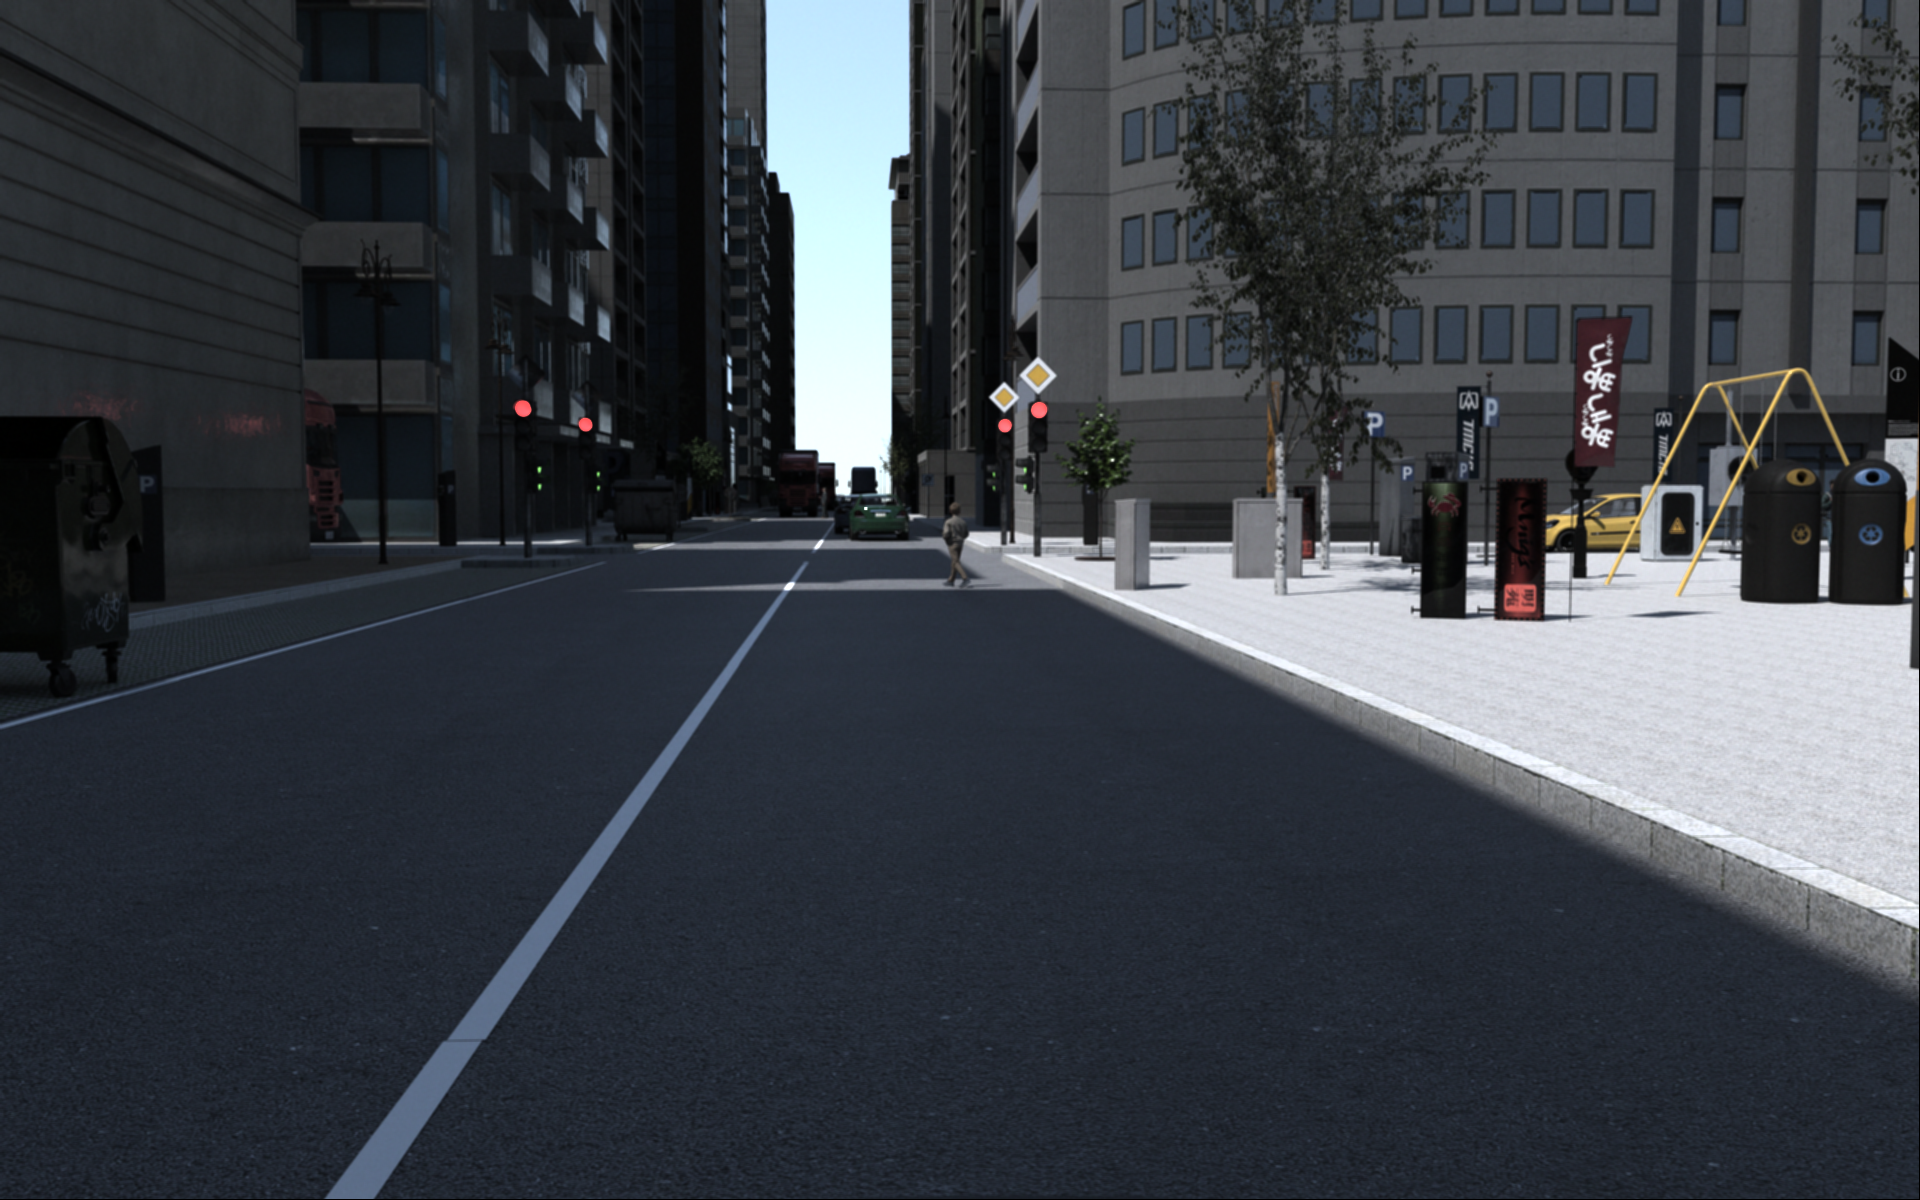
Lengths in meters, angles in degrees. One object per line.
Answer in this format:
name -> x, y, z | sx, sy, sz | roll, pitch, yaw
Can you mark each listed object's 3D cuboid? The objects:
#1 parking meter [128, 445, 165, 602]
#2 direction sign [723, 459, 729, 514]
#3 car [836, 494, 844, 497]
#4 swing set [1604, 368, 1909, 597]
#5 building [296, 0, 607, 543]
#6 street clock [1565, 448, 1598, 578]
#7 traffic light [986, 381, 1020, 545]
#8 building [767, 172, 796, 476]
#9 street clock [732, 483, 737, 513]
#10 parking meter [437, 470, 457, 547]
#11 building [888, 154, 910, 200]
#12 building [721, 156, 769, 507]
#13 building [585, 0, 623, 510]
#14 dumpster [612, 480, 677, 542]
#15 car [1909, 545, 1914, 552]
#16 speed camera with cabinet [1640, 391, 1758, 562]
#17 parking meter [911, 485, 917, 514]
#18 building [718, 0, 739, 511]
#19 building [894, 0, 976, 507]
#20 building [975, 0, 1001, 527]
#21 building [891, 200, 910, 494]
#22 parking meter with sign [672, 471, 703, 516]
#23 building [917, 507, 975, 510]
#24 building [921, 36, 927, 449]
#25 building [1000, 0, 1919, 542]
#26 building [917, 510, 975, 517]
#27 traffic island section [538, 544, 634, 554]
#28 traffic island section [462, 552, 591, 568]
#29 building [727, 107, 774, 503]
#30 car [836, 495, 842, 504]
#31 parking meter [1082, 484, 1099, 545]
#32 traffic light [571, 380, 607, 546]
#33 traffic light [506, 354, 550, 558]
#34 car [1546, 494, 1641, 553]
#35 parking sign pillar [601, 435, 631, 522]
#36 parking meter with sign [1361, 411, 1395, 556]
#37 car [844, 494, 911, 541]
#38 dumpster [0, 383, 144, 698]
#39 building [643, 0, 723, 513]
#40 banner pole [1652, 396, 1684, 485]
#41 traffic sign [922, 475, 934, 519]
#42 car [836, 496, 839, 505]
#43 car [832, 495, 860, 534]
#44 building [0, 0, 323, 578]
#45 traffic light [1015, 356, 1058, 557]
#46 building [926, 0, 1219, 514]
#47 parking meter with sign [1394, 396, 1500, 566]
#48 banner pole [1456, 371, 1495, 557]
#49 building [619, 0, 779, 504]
parking meter -> -9.717, -0.911, 20.612 | 0.399, 1.863, 0.255 | -3, 5, -40
direction sign -> -15.124, -7.330, 111.845 | 0.379, 3.537, 0.876 | -1, 4, -15
car -> -16.735, -13.998, 240.866 | 2.014, 1.417, 4.499 | 0, 4, -4
swing set -> 10.491, -1.559, 23.111 | 2.862, 2.851, 3.119 | 0, 4, 3
building -> -23.957, -26.714, 56.377 | 23.786, 49.044, 30.456 | 0, 4, -3
street clock -> 9.458, -1.334, 26.381 | 0.471, 2.002, 0.358 | 1, 4, 14
traffic light -> 1.084, -3.329, 43.345 | 0.839, 4.253, 0.868 | 0, 4, -3
building -> -36.080, -39.079, 262.645 | 21.300, 48.544, 21.600 | 0, 4, -3
street clock -> -15.278, -6.909, 117.527 | 0.358, 2.002, 0.471 | -1, 4, -20
parking meter -> -12.548, -2.242, 42.360 | 0.255, 1.863, 0.399 | 2, 4, 30
building -> 3.744, -41.285, 264.251 | 28.713, 52.752, 27.495 | 0, 4, -3
building -> -35.796, -29.446, 173.325 | 32.217, 40.220, 23.993 | 0, 4, -3
building -> -27.341, -40.592, 101.932 | 20.563, 71.187, 20.611 | 0, 4, -3
dumpster -> -9.458, -2.683, 52.084 | 1.865, 1.857, 1.264 | 0, 4, -3
car -> 24.476, -1.922, 40.106 | 5.304, 1.827, 2.281 | 0, 4, -4
speed camera with cabinet -> 14.141, -2.373, 33.133 | 2.038, 3.252, 0.660 | 0, 4, -6
parking meter -> -2.933, -6.500, 111.990 | 0.399, 1.863, 0.255 | 0, 4, 7
building -> -29.683, -50.894, 144.785 | 22.319, 86.520, 31.000 | 0, 4, -3
building -> 1.761, -48.130, 225.173 | 20.563, 71.187, 20.611 | 0, 4, -3
building -> 7.530, -18.538, 74.799 | 14.160, 30.474, 14.107 | 0, 4, -3
building -> -2.653, -34.225, 243.168 | 14.154, 41.232, 14.086 | 0, 4, -3
parking meter with sign -> -15.716, -6.333, 99.799 | 1.738, 3.016, 0.543 | 0, 4, -8
building -> 4.616, -45.519, 182.487 | 20.563, 71.187, 20.611 | 0, 4, -3
building -> 3.460, -31.491, 164.988 | 14.600, 45.320, 14.200 | 0, 4, -3
building -> 16.062, -31.345, 54.487 | 28.212, 58.520, 21.231 | 0, 4, -3
building -> 8.064, -40.409, 98.947 | 20.563, 71.187, 20.611 | 0, 4, -3
traffic island section -> -9.198, -1.258, 42.844 | 2.009, 0.180, 2.903 | 0, 4, -3
traffic island section -> -8.716, -0.770, 34.873 | 2.009, 0.180, 2.903 | 0, 4, -3
building -> -35.365, -36.478, 216.025 | 23.786, 49.044, 30.456 | 0, 4, -3
car -> -14.691, -11.708, 203.779 | 2.083, 1.381, 4.827 | 0, 4, -3
parking meter -> 3.265, -2.305, 43.394 | 0.399, 1.863, 0.255 | 1, 4, 11
traffic light -> -9.158, -3.290, 42.711 | 0.839, 4.253, 0.868 | 0, 4, -3
traffic light -> -8.675, -2.802, 34.741 | 0.839, 4.253, 0.868 | 0, 4, -3
car -> 15.512, -1.919, 41.604 | 3.980, 1.641, 2.015 | 0, 4, -2
parking sign pillar -> -15.607, -5.523, 78.778 | 1.447, 3.967, 1.447 | 2, 4, 32
parking meter with sign -> 9.011, -2.415, 35.743 | 0.543, 3.016, 1.738 | -1, 4, -22
car -> -2.593, -2.630, 54.791 | 2.131, 1.459, 4.920 | 0, 4, -5
dumpster -> -7.128, -0.458, 12.433 | 1.985, 2.255, 1.502 | 0, 4, -5
building -> -24.591, -28.961, 123.622 | 14.600, 45.320, 14.200 | 0, 4, -3
banner pole -> 18.115, -3.315, 44.222 | 0.863, 3.779, 0.401 | 1, 4, 21
traffic sign -> -1.640, -5.305, 88.868 | 0.606, 2.300, 0.079 | 0, 3, 0
car -> -13.878, -10.759, 184.712 | 1.959, 1.807, 4.718 | 0, 4, -4
car -> -3.733, -3.187, 64.114 | 2.014, 1.417, 4.499 | 0, 4, -2
building -> -26.395, -11.718, 24.878 | 30.059, 22.955, 16.112 | 0, 4, -3
traffic light -> 1.566, -2.841, 35.375 | 0.839, 4.253, 0.868 | 0, 4, -3
building -> 7.706, -36.788, 143.490 | 21.231, 58.520, 28.212 | 0, 4, -3
parking meter with sign -> 8.888, -2.161, 31.586 | 0.543, 3.016, 1.738 | -3, 5, -42
banner pole -> 10.541, -2.774, 35.377 | 0.863, 3.779, 0.401 | 1, 4, 13
building -> -35.003, -49.092, 240.903 | 20.563, 71.187, 20.611 | 0, 4, -3
